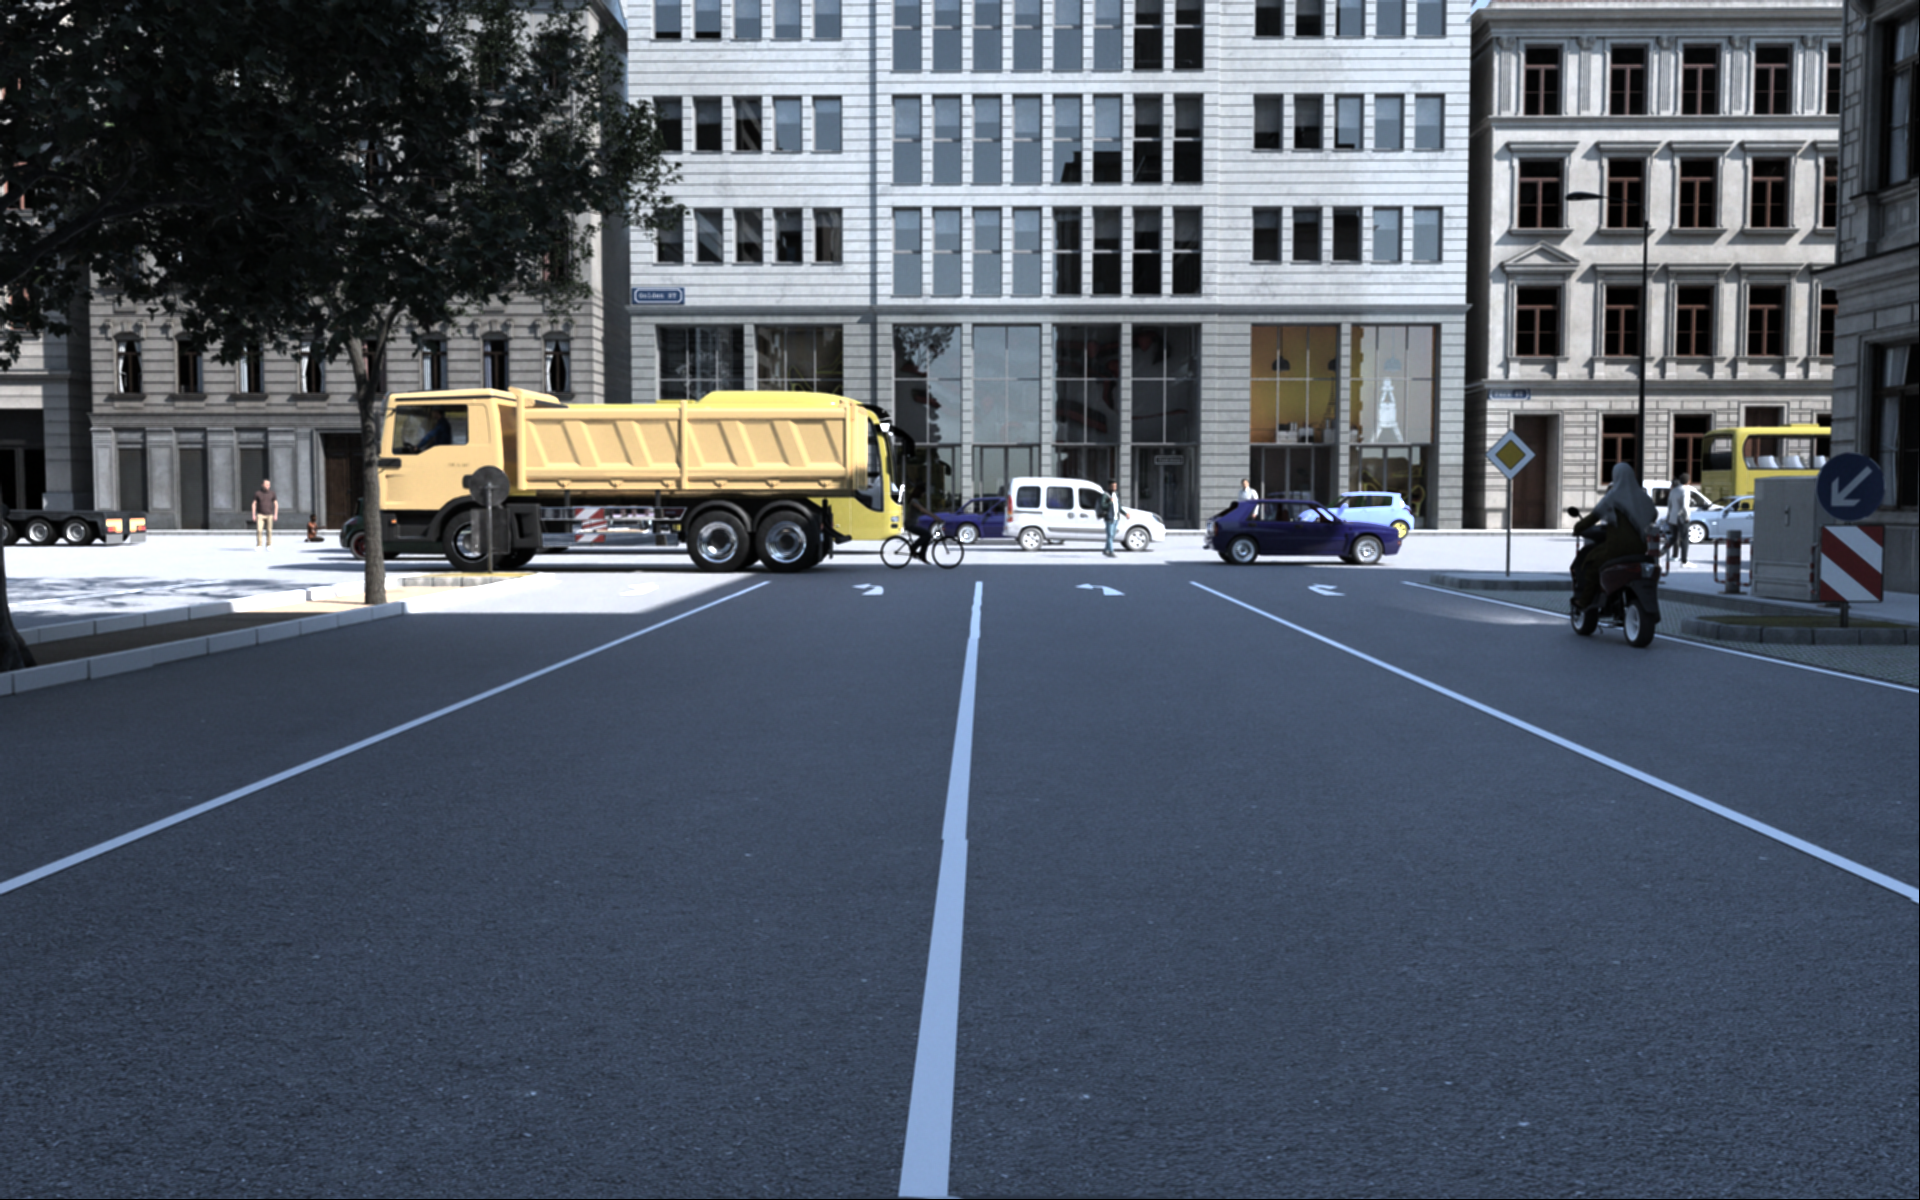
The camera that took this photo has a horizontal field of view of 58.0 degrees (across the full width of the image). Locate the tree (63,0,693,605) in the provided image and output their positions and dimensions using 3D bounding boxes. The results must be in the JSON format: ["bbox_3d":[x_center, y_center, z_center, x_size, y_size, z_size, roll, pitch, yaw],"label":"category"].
[{"bbox_3d":[-7.502,-5.228,22.354,8.767,10.594,7.601,0,4,1],"label":"tree"}]

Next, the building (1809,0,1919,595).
[{"bbox_3d":[16.835,-9.209,15.200,10.561,19.102,19.286,0,4,1],"label":"building"}]

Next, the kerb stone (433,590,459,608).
[{"bbox_3d":[-6.655,0.003,22.150,0.120,0.150,1.000,0,4,1],"label":"kerb stone"}]

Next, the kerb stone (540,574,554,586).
[{"bbox_3d":[-6.586,-0.312,27.295,0.120,0.150,1.000,0,4,1],"label":"kerb stone"}]

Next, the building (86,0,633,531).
[{"bbox_3d":[-21.589,-13.200,64.977,18.267,20.994,9.793,0,4,1],"label":"building"}]

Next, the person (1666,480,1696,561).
[{"bbox_3d":[15.391,-1.706,37.115,0.841,1.734,0.376,-2,4,-31],"label":"person"}]

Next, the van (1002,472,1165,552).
[{"bbox_3d":[3.126,-2.249,43.782,4.112,2.044,2.013,0,4,0],"label":"van"}]

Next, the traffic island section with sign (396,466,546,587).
[{"bbox_3d":[-7.625,-1.180,27.434,2.006,1.907,1.989,0,4,1],"label":"traffic island section with sign"}]

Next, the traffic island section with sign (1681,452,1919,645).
[{"bbox_3d":[8.387,-0.529,17.282,1.989,1.847,2.006,0,4,1],"label":"traffic island section with sign"}]

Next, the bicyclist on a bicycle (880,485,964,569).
[{"bbox_3d":[-0.724,-1.419,33.226,1.625,1.676,1.499,0,4,3],"label":"bicyclist on a bicycle"}]

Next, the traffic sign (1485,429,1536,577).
[{"bbox_3d":[8.513,-1.420,26.862,0.795,2.450,0.064,0,4,1],"label":"traffic sign"}]

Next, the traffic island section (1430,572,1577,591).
[{"bbox_3d":[8.537,-0.285,26.939,2.009,0.180,2.903,0,4,1],"label":"traffic island section"}]

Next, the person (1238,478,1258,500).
[{"bbox_3d":[7.567,-2.268,45.422,0.795,1.843,0.661,-3,5,-44],"label":"person"}]

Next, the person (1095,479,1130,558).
[{"bbox_3d":[3.406,-1.847,39.047,0.721,1.781,0.623,2,4,28],"label":"person"}]

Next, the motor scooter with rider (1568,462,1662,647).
[{"bbox_3d":[6.389,-0.481,16.830,0.876,1.779,1.986,0,3,0],"label":"motor scooter with rider"}]

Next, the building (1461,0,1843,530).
[{"bbox_3d":[28.622,-14.060,66.039,21.152,22.565,11.583,0,4,1],"label":"building"}]

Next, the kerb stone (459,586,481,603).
[{"bbox_3d":[-6.652,-0.060,23.177,0.120,0.150,1.000,0,4,1],"label":"kerb stone"}]

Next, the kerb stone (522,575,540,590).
[{"bbox_3d":[-6.600,-0.249,26.269,0.120,0.150,1.000,0,4,1],"label":"kerb stone"}]

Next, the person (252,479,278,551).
[{"bbox_3d":[-17.645,-2.160,43.947,0.598,1.807,0.434,-1,4,-14],"label":"person"}]

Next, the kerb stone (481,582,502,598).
[{"bbox_3d":[-6.633,-0.117,24.204,0.120,0.150,1.000,0,4,1],"label":"kerb stone"}]

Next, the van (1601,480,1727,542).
[{"bbox_3d":[21.823,-2.804,52.864,4.112,2.044,2.013,0,4,1],"label":"van"}]

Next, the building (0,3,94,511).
[{"bbox_3d":[-43.137,-17.180,68.283,23.554,28.519,14.401,0,4,1],"label":"building"}]

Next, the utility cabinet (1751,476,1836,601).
[{"bbox_3d":[10.062,-0.750,20.942,0.318,1.500,1.173,-1,4,-9],"label":"utility cabinet"}]

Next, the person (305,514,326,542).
[{"bbox_3d":[-19.269,-2.146,51.868,0.655,0.850,0.859,0,4,4],"label":"person"}]

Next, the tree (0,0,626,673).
[{"bbox_3d":[-7.879,-5.758,13.604,9.611,12.733,9.660,0,3,0],"label":"tree"}]

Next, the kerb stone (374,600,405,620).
[{"bbox_3d":[-6.699,0.131,20.090,0.120,0.150,1.000,0,4,1],"label":"kerb stone"}]

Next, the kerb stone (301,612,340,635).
[{"bbox_3d":[-6.728,0.254,18.037,0.120,0.150,1.000,0,4,1],"label":"kerb stone"}]

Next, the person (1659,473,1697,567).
[{"bbox_3d":[14.023,-1.563,33.905,0.795,1.843,0.661,0,4,-6],"label":"person"}]

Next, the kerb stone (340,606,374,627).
[{"bbox_3d":[-6.715,0.193,19.063,0.120,0.150,1.000,0,4,1],"label":"kerb stone"}]

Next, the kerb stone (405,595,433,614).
[{"bbox_3d":[-6.678,0.066,21.117,0.120,0.150,1.000,0,4,1],"label":"kerb stone"}]

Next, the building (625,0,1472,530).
[{"bbox_3d":[3.144,-17.649,66.046,29.804,29.767,11.434,0,4,1],"label":"building"}]

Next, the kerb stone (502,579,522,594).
[{"bbox_3d":[-6.610,-0.186,25.236,0.120,0.150,1.000,0,4,1],"label":"kerb stone"}]

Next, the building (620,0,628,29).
[{"bbox_3d":[-32.553,-36.387,136.921,21.231,58.520,28.212,0,4,1],"label":"building"}]
